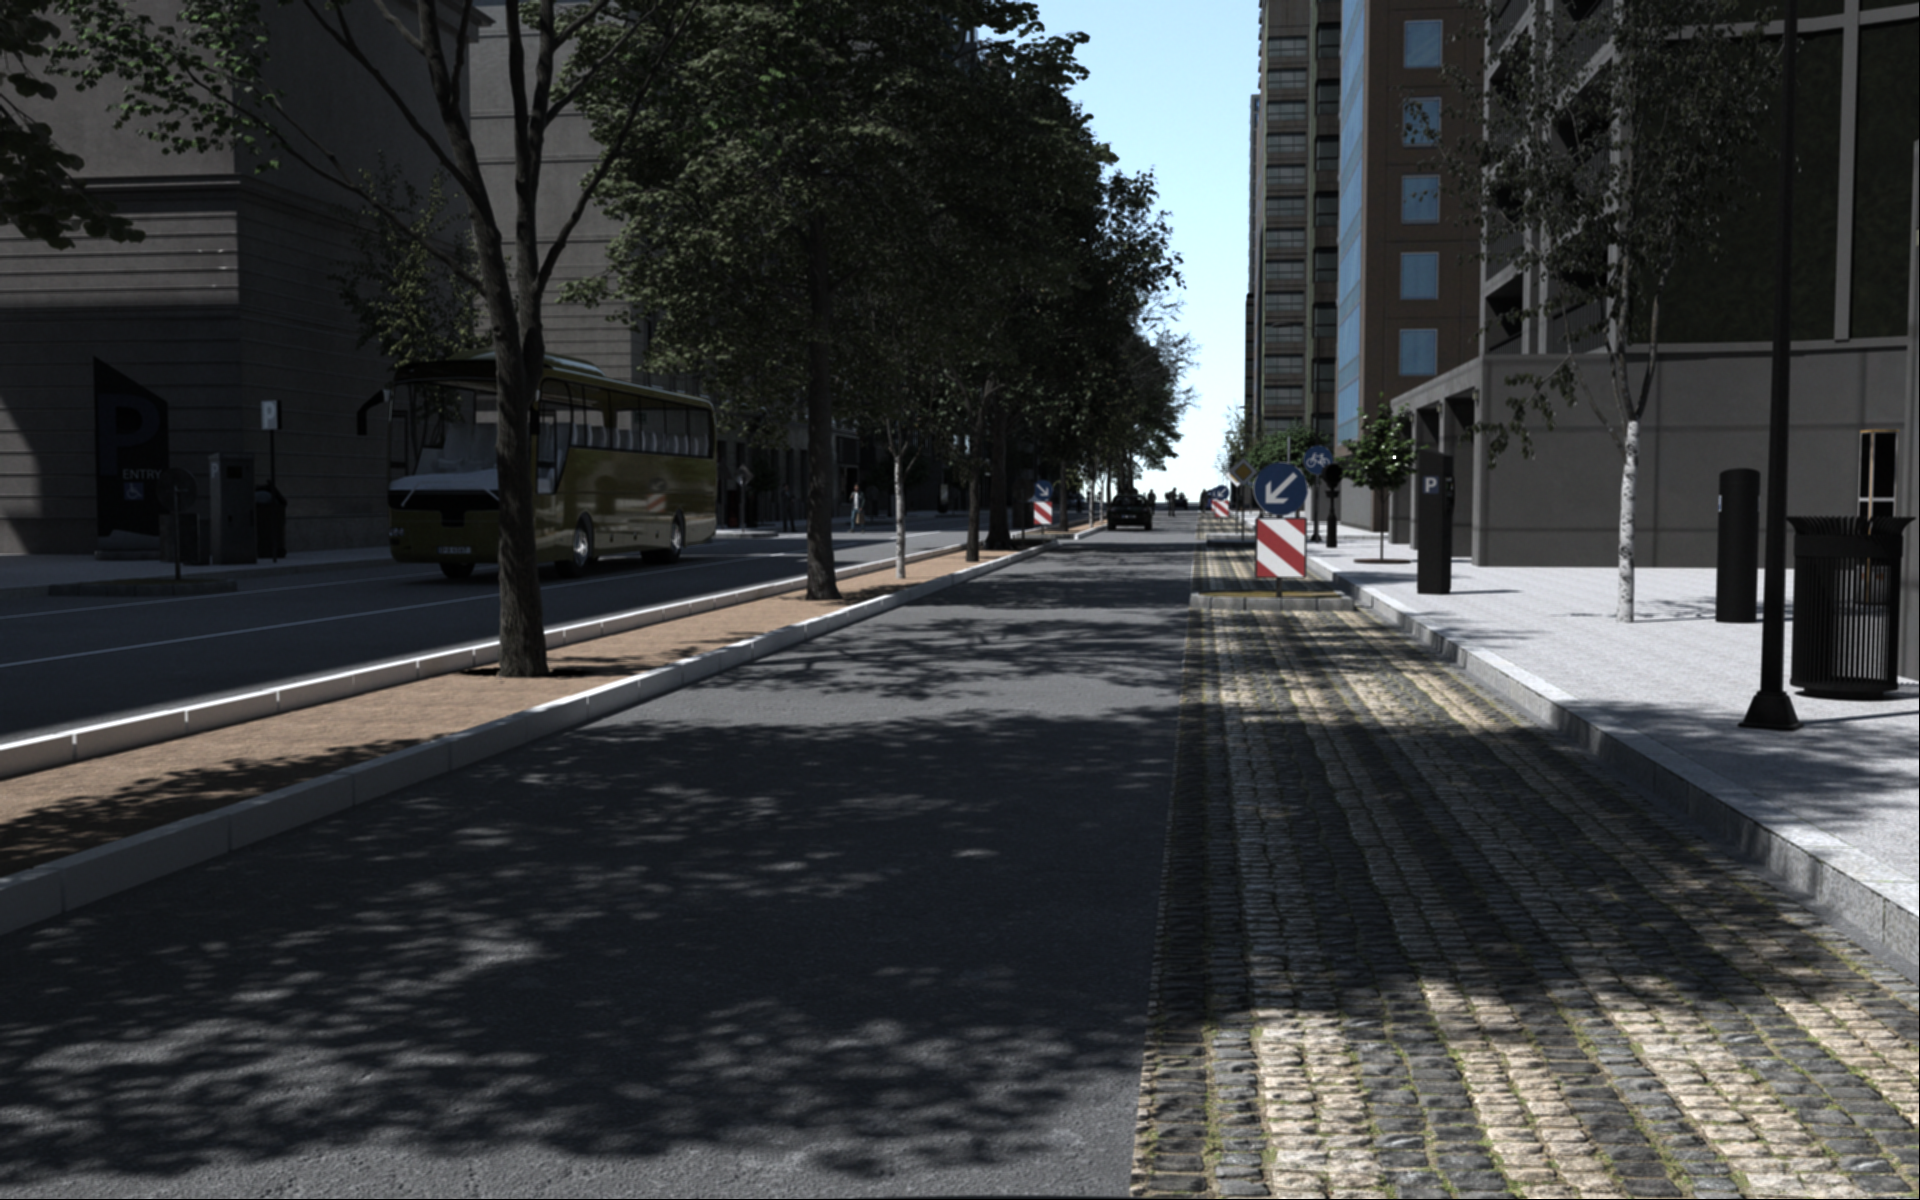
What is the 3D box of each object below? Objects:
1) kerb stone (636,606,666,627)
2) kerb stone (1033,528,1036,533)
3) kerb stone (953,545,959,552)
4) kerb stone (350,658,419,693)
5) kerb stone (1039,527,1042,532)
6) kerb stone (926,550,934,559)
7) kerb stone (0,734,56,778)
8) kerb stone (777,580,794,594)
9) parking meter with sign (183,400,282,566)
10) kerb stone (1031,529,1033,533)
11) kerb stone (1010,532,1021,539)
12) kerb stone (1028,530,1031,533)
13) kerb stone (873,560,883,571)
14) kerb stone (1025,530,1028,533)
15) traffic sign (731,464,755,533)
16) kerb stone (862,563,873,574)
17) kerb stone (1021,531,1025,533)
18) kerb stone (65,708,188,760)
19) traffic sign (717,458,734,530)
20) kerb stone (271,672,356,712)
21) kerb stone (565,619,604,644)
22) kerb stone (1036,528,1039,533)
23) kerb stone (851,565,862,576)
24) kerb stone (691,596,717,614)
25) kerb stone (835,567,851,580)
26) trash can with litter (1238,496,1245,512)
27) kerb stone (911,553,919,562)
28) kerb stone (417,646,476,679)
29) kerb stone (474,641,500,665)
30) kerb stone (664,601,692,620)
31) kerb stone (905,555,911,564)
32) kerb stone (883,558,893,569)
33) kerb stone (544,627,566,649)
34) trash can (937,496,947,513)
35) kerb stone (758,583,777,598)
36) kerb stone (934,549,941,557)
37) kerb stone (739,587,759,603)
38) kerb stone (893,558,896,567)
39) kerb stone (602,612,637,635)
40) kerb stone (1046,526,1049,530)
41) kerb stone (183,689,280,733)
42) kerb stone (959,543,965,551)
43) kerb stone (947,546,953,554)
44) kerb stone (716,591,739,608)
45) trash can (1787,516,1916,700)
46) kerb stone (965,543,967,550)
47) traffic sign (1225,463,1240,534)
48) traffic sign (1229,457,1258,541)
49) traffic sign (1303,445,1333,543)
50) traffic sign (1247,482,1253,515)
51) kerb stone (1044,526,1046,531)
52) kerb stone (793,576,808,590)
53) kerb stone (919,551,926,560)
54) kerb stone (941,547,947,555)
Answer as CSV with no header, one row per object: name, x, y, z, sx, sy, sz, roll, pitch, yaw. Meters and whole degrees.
kerb stone,-3.456,0.200,18.923,0.120,0.150,1.000,0,4,8
kerb stone,2.536,-2.442,62.119,0.120,0.150,1.000,0,4,8
kerb stone,-0.210,-1.229,42.284,0.120,0.150,1.000,0,4,8
kerb stone,-4.306,0.573,12.830,0.120,0.150,1.000,0,4,8
kerb stone,2.822,-2.566,64.152,0.120,0.150,1.000,0,4,8
kerb stone,-0.773,-0.980,38.224,0.120,0.150,1.000,0,4,8
kerb stone,-4.864,0.824,8.758,0.120,0.150,1.000,0,4,8
kerb stone,-2.606,-0.164,25.000,0.120,0.150,1.000,0,4,8
parking meter with sign,-13.311,-2.163,31.632,0.543,3.016,1.738,3,4,38
kerb stone,2.394,-2.378,61.102,0.120,0.150,1.000,0,4,8
kerb stone,1.831,-2.131,57.040,0.120,0.150,1.000,0,4,8
kerb stone,2.253,-2.317,60.086,0.120,0.150,1.000,0,4,8
kerb stone,-1.628,-0.606,32.114,0.120,0.150,1.000,0,4,8
kerb stone,2.120,-2.251,59.073,0.120,0.150,1.000,0,4,8
traffic sign,-7.204,-3.293,57.489,0.795,2.450,0.064,0,4,8
kerb stone,-1.761,-0.545,31.099,0.120,0.150,1.000,0,4,8
kerb stone,1.979,-2.190,58.057,0.120,0.150,1.000,0,4,8
kerb stone,-4.717,0.760,9.769,0.120,0.150,1.000,0,4,8
traffic sign,-8.535,-3.808,62.266,0.884,2.594,0.081,1,4,16
kerb stone,-4.434,0.635,11.808,0.120,0.150,1.000,0,4,8
kerb stone,-3.727,0.326,16.888,0.120,0.150,1.000,0,4,8
kerb stone,2.687,-2.504,63.132,0.120,0.150,1.000,0,4,8
kerb stone,-1.908,-0.479,30.082,0.120,0.150,1.000,0,4,8
kerb stone,-3.170,0.076,20.947,0.120,0.150,1.000,0,4,8
kerb stone,-2.035,-0.420,29.067,0.120,0.150,1.000,0,4,8
trash can with litter,20.771,-7.109,127.619,0.624,1.170,1.055,-1,4,-10
kerb stone,-1.052,-0.856,36.193,0.120,0.150,1.000,0,4,8
kerb stone,-4.158,0.511,13.843,0.120,0.150,1.000,0,4,8
kerb stone,-4.009,0.451,14.855,0.120,0.150,1.000,0,4,8
kerb stone,-3.314,0.138,19.935,0.120,0.150,1.000,0,4,8
kerb stone,-1.194,-0.793,35.168,0.120,0.150,1.000,0,4,8
kerb stone,-1.483,-0.669,33.128,0.120,0.150,1.000,0,4,8
kerb stone,-3.871,0.387,15.868,0.120,0.150,1.000,0,4,8
trash can,-1.229,-6.568,119.035,0.748,1.137,0.748,0,3,0
kerb stone,-2.745,-0.109,23.984,0.120,0.150,1.000,0,4,8
kerb stone,-0.630,-1.043,39.242,0.120,0.150,1.000,0,4,8
kerb stone,-2.882,-0.046,22.971,0.120,0.150,1.000,0,4,8
kerb stone,-1.345,-0.731,34.141,0.120,0.150,1.000,0,4,8
kerb stone,-3.581,0.263,17.900,0.120,0.150,1.000,0,4,8
kerb stone,3.238,-2.753,67.211,0.120,0.150,1.000,0,4,8
kerb stone,-4.576,0.702,10.790,0.120,0.150,1.000,0,4,8
kerb stone,-0.069,-1.289,43.302,0.120,0.150,1.000,0,4,8
kerb stone,-0.354,-1.158,41.272,0.120,0.150,1.000,0,4,8
kerb stone,-3.026,0.016,21.959,0.120,0.150,1.000,0,4,8
trash can,5.609,0.042,10.967,0.748,1.137,0.748,0,3,0
kerb stone,0.073,-1.347,44.317,0.120,0.150,1.000,0,4,8
traffic sign,8.835,-3.157,55.254,0.795,2.450,0.064,0,4,8
traffic sign,7.739,-2.673,47.344,0.795,2.450,0.064,0,4,8
traffic sign,9.365,-2.767,45.346,0.768,2.556,0.104,1,4,15
traffic sign,18.217,-6.626,108.444,0.768,2.556,0.104,1,4,17
kerb stone,3.097,-2.690,66.182,0.120,0.150,1.000,0,4,8
kerb stone,-2.462,-0.230,26.012,0.120,0.150,1.000,0,4,8
kerb stone,-0.913,-0.915,37.206,0.120,0.150,1.000,0,4,8
kerb stone,-0.495,-1.103,40.260,0.120,0.150,1.000,0,4,8
